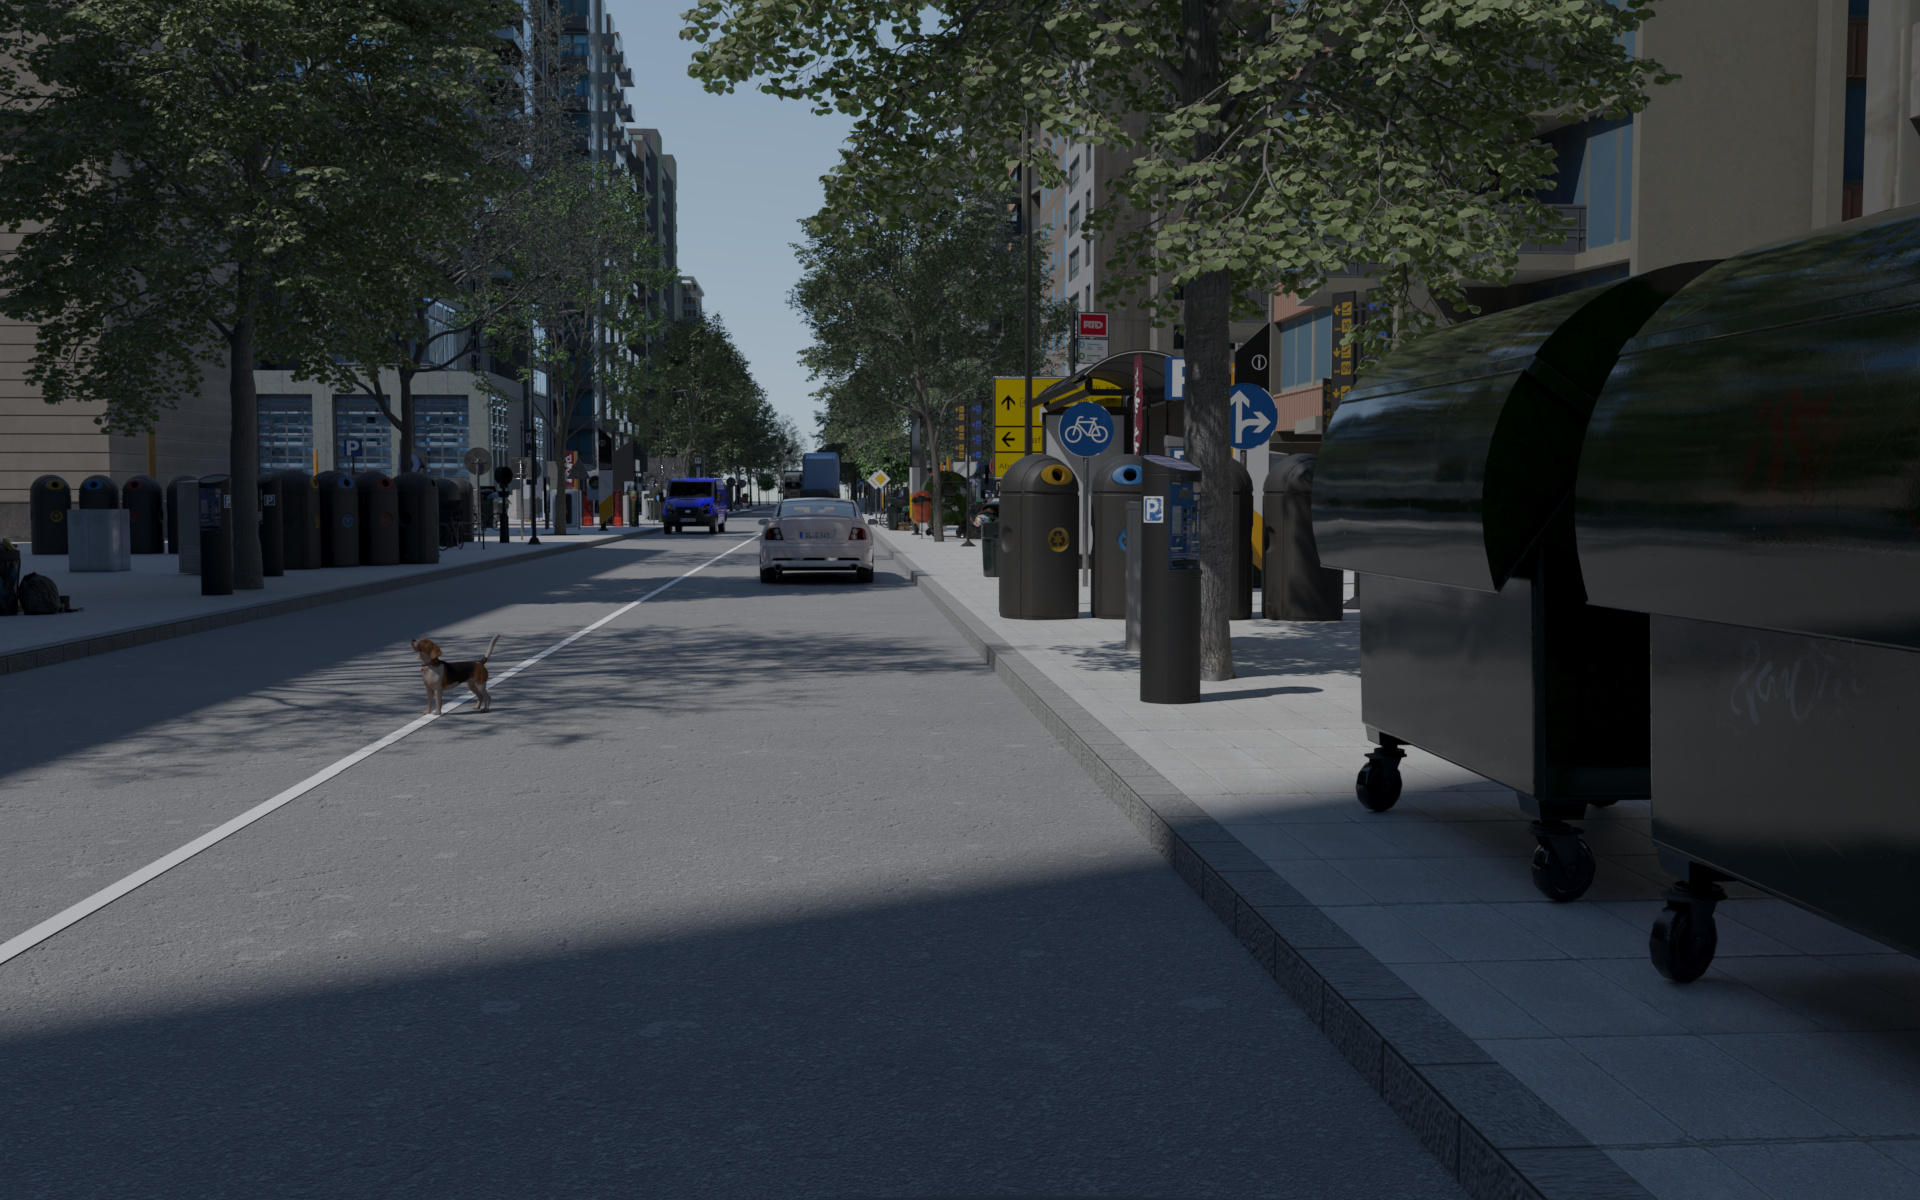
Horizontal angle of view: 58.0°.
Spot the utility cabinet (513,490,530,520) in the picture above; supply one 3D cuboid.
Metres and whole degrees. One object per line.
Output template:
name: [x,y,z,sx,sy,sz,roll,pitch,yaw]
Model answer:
utility cabinet: [-21.584,-4.718,85.816,0.318,1.500,1.173,3,5,40]

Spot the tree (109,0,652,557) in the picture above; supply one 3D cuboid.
tree: [-11.289,-7.605,34.707,12.009,13.543,11.850,0,3,0]

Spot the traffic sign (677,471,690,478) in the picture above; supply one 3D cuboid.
traffic sign: [-13.717,-5.178,85.837,0.795,2.450,0.064,0,4,-4]

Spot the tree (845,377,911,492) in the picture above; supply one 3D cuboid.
tree: [-3.645,-8.589,90.792,4.737,8.622,4.395,0,3,0]

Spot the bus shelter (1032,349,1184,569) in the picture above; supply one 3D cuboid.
bus shelter: [2.357,-2.024,27.024,2.014,3.302,5.546,0,4,-4]

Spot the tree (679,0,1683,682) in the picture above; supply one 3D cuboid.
tree: [1.532,-5.748,12.112,7.486,12.596,7.792,0,3,0]

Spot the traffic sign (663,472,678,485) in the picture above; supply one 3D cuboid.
traffic sign: [-12.800,-4.492,77.080,0.795,2.450,0.064,0,4,-4]

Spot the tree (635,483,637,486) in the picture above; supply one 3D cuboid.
tree: [-27.623,-9.056,142.674,1.663,3.219,1.824,0,3,0]

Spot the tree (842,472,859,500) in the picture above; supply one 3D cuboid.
tree: [-14.897,-19.689,238.919,9.611,12.733,9.660,0,3,0]

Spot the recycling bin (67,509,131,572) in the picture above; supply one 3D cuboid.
recycling bin: [-14.288,-0.991,28.755,0.722,1.027,0.722,0,4,-1]

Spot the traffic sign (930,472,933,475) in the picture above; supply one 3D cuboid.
traffic sign: [-1.137,-5.394,88.300,0.768,2.556,0.104,0,4,0]

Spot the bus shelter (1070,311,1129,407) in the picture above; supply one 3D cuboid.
bus shelter: [2.390,-3.551,35.683,2.179,5.291,8.768,0,4,-4]

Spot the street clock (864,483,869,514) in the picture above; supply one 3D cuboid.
street clock: [-5.906,-6.382,108.910,0.358,2.002,0.471,0,4,-1]

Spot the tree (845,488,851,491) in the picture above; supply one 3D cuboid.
tree: [-15.393,-18.562,253.855,4.360,8.622,3.978,0,3,0]

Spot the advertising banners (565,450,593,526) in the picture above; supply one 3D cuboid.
advertising banners: [-14.783,-4.443,68.831,2.074,3.025,0.090,-1,4,-11]

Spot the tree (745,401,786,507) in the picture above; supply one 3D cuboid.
tree: [-21.601,-15.370,177.048,9.928,11.665,9.643,0,3,0]

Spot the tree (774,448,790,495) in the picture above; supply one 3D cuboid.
tree: [-25.483,-17.843,242.092,4.360,8.622,3.978,0,3,0]

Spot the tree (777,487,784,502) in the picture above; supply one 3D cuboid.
tree: [-30.029,-18.034,289.463,1.663,3.219,1.824,0,3,0]

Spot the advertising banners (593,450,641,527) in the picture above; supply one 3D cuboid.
advertising banners: [-13.450,-4.401,68.141,2.074,3.025,0.090,2,4,23]

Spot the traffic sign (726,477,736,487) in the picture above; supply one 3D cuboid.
traffic sign: [-17.142,-7.925,129.672,0.768,2.556,0.104,0,4,2]

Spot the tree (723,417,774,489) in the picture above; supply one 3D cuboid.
tree: [-17.965,-11.469,137.885,4.360,8.622,3.978,0,3,0]

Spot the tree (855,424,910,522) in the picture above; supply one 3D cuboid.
tree: [-3.299,-5.924,80.564,4.285,4.588,4.351,0,3,0]

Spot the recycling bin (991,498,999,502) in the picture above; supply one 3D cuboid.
recycling bin: [2.253,-5.317,99.484,0.722,1.027,0.722,3,5,41]

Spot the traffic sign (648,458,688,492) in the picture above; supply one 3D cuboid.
traffic sign: [-16.285,-6.285,96.628,2.265,3.308,0.079,0,4,1]

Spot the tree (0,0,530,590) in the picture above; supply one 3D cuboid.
tree: [-9.224,-6.415,23.018,7.486,12.596,7.792,0,3,0]

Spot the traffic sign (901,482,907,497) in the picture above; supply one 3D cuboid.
traffic sign: [-3.292,-5.834,97.508,0.606,2.300,0.079,0,4,2]

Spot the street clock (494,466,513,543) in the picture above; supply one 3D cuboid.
street clock: [-11.941,-2.494,45.348,0.358,2.002,0.471,2,4,26]

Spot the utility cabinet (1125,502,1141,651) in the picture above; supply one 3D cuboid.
utility cabinet: [1.699,-0.207,14.545,0.306,1.237,1.020,2,4,25]

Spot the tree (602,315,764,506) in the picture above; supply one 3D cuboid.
tree: [-14.719,-9.586,91.147,8.767,10.594,7.601,0,4,-3]

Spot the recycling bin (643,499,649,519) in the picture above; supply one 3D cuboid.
recycling bin: [-15.659,-4.601,87.779,0.722,1.027,0.722,-1,4,-17]

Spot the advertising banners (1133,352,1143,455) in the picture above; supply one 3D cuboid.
advertising banners: [2.155,-1.605,22.428,0.090,3.025,2.074,0,4,-4]

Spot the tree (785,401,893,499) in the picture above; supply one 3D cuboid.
tree: [-9.026,-14.239,158.558,9.928,11.665,9.643,0,3,0]

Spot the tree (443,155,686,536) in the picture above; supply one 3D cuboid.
tree: [-12.238,-7.789,53.107,9.928,11.665,9.643,0,3,0]

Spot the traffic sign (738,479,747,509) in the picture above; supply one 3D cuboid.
traffic sign: [-18.561,-9.021,147.604,0.768,2.556,0.104,0,4,-3]

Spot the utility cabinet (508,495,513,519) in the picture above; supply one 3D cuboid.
utility cabinet: [-23.081,-4.780,89.313,1.020,1.237,0.306,3,5,39]

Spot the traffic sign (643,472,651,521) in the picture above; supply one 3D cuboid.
traffic sign: [-14.514,-4.829,81.085,0.606,2.300,0.079,0,4,-3]

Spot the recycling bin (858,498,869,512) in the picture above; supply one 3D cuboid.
recycling bin: [-7.007,-6.909,125.510,0.722,1.027,0.722,0,4,3]

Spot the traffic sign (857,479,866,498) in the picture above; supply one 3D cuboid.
traffic sign: [-8.372,-8.994,147.157,0.768,2.556,0.104,0,4,-3]

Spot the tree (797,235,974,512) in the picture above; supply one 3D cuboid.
tree: [-4.966,-16.432,124.558,12.611,20.169,13.585,0,3,0]

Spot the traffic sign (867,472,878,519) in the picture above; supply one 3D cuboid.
traffic sign: [-3.778,-4.530,77.715,0.795,2.450,0.064,0,4,-4]

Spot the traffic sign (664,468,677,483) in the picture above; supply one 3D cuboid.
traffic sign: [-14.387,-5.298,86.625,0.884,2.594,0.081,0,4,-4]

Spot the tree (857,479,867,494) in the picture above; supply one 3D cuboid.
tree: [-12.550,-13.763,219.619,1.663,3.219,1.824,0,3,0]

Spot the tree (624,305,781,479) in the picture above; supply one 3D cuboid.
tree: [-15.877,-11.535,105.612,9.611,12.733,9.660,0,3,0]

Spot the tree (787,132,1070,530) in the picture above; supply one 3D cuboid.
tree: [-1.293,-9.461,61.346,9.857,13.997,8.962,0,3,0]

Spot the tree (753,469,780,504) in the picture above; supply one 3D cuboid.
tree: [-25.185,-14.753,224.929,4.285,4.588,4.351,0,3,0]

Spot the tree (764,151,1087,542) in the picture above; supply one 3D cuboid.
tree: [-0.554,-6.856,46.502,8.767,10.594,7.601,0,4,-3]

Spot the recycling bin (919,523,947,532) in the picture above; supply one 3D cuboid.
recycling bin: [-0.930,-2.859,59.302,0.722,1.027,0.722,-2,4,-35]

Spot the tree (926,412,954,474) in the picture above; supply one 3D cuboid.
tree: [-1.392,-11.400,136.753,4.360,8.622,3.978,0,3,0]

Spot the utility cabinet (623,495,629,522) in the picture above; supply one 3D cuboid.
utility cabinet: [-15.079,-4.160,79.184,0.306,1.237,1.020,1,4,18]

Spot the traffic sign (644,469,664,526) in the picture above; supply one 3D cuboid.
traffic sign: [-12.219,-4.005,69.116,0.795,2.450,0.064,0,4,-4]

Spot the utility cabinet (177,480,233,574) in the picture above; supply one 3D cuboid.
utility cabinet: [-11.906,-1.152,27.511,1.173,1.500,0.318,2,4,27]

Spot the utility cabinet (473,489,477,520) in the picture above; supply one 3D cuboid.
utility cabinet: [-22.164,-4.313,79.202,0.318,1.500,1.173,0,4,7]

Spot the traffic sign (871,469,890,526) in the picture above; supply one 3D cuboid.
traffic sign: [-3.197,-4.043,69.751,0.795,2.450,0.064,0,4,-4]

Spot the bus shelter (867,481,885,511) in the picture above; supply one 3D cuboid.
bus shelter: [-6.470,-9.758,137.182,2.179,5.291,8.768,0,4,-4]
